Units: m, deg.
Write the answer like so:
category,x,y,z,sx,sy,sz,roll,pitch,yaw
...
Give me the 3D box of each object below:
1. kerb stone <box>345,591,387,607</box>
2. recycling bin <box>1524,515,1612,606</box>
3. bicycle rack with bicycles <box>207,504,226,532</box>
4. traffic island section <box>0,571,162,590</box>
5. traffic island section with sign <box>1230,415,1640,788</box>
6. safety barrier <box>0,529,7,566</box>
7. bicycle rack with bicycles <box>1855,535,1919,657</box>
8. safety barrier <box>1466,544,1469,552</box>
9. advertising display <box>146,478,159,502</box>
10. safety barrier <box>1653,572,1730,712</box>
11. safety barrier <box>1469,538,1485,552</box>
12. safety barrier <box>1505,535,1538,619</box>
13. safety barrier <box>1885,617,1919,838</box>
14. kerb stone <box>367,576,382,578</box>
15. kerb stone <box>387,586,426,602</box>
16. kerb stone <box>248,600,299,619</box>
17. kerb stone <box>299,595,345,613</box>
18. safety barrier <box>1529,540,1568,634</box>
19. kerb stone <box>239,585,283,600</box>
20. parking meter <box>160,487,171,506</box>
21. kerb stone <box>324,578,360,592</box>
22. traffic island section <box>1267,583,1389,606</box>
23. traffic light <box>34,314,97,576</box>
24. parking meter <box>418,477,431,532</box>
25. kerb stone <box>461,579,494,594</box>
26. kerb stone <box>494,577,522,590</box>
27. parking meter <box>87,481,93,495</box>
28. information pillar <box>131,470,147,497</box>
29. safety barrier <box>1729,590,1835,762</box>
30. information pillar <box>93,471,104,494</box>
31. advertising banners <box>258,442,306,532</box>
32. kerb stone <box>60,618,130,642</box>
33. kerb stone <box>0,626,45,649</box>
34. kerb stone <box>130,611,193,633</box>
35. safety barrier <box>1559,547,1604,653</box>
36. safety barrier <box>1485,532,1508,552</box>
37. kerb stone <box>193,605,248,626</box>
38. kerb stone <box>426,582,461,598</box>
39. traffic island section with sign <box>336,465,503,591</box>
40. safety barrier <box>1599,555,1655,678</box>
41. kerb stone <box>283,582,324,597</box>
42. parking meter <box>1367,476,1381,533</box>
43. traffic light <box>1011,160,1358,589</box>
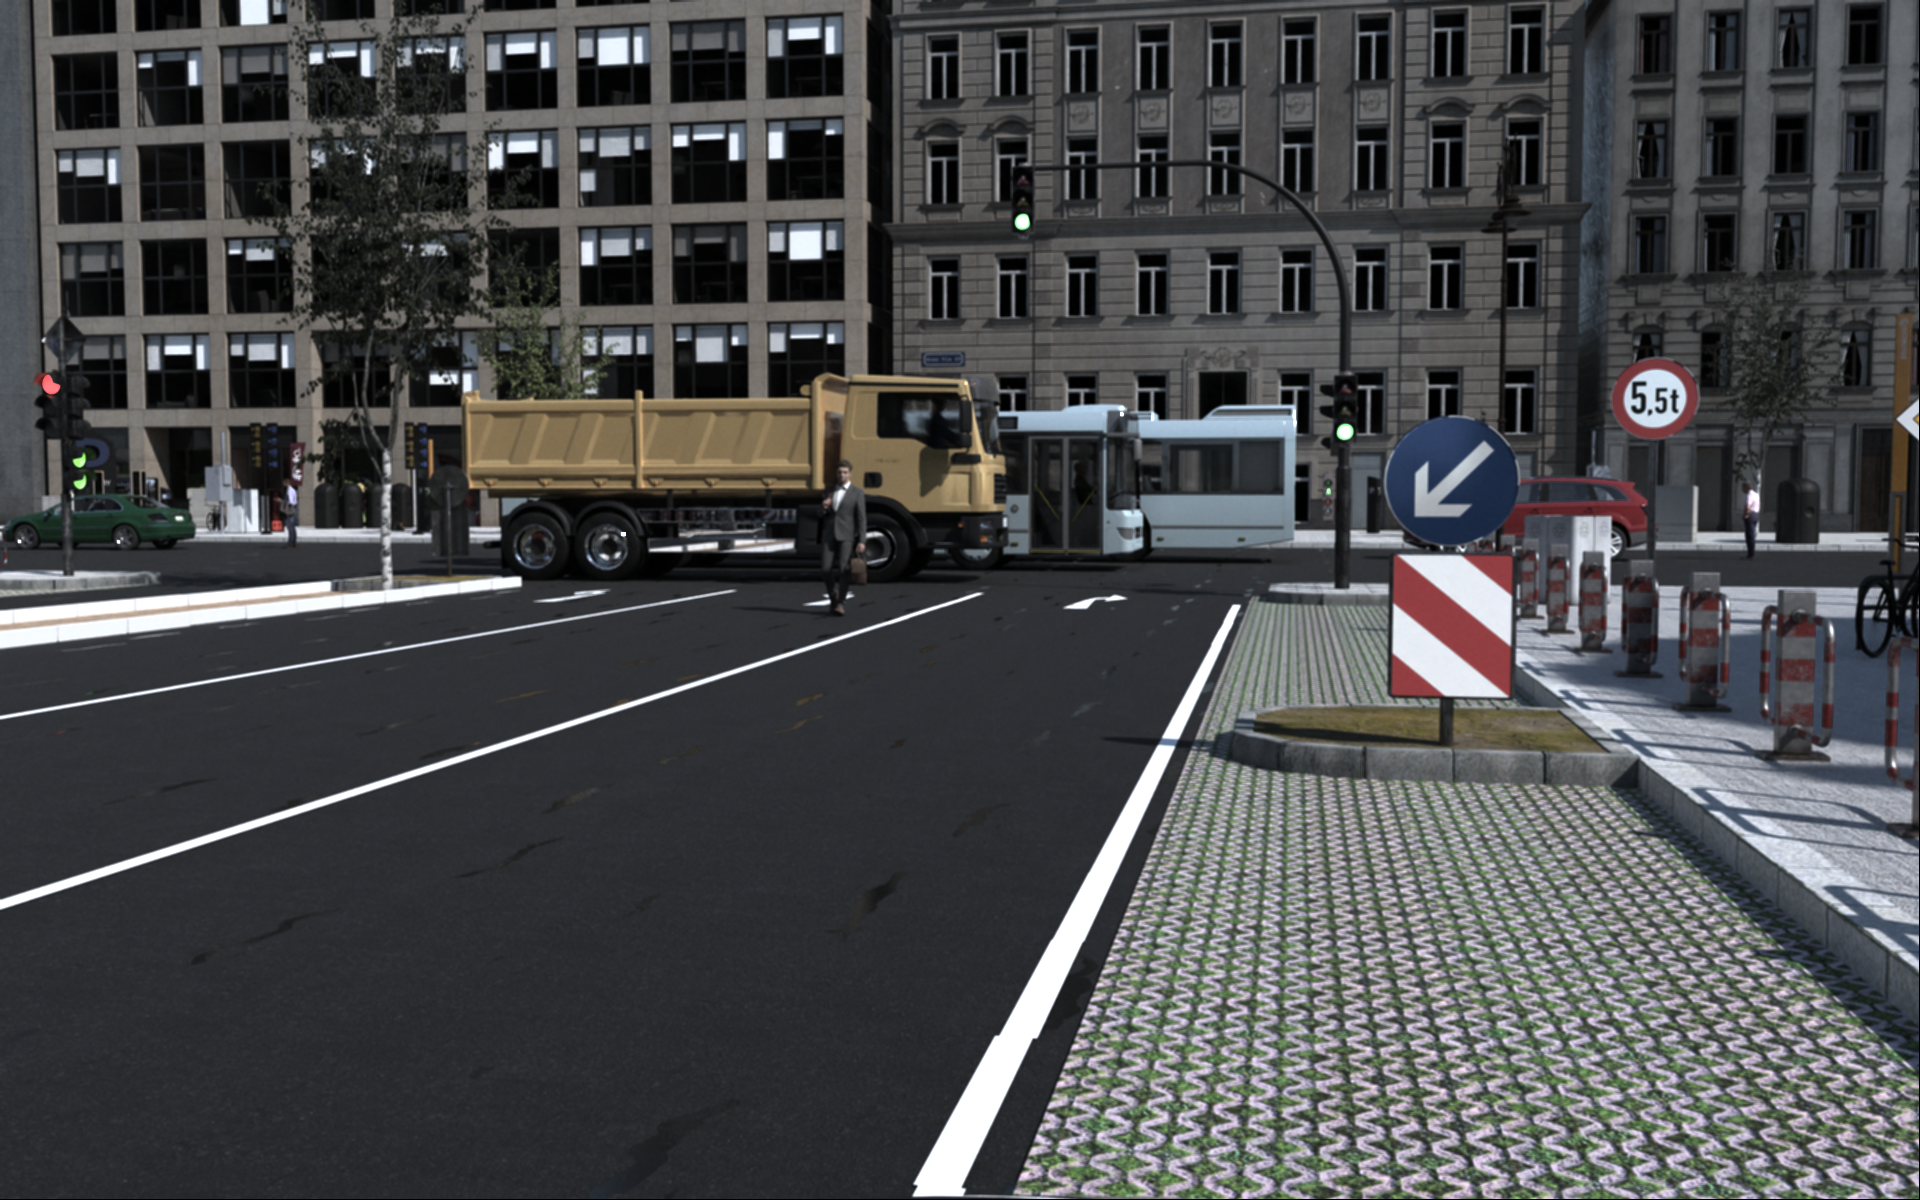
category,x,y,z,sx,sy,sz,roll,pitch,yaw
kerb stone,-7.737,-0.009,22.340,0.120,0.150,1.000,1,4,11
recycling bin,7.107,-0.472,20.275,0.722,1.027,0.722,-2,4,-34
bicycle rack with bicycles,-25.883,-2.817,59.436,2.852,0.926,2.925,-2,4,-24
traffic island section,-13.996,-0.299,27.172,2.009,0.180,2.903,1,4,11
traffic island section with sign,2.511,-0.053,9.499,1.989,1.847,2.006,1,4,11
safety barrier,-15.644,-0.820,27.677,0.300,0.817,1.120,1,4,11
bicycle rack with bicycles,8.343,-0.025,13.791,2.925,0.926,2.852,-1,4,-18
safety barrier,6.944,-0.562,23.468,0.300,0.817,1.120,1,4,11
advertising display,-32.143,-3.875,68.568,0.974,1.923,0.123,1,4,21
safety barrier,4.406,0.245,10.270,0.300,0.817,1.120,1,4,11
safety barrier,6.584,-0.447,21.585,0.300,0.817,1.120,1,4,11
safety barrier,5.855,-0.217,17.819,0.300,0.817,1.120,1,4,11
safety barrier,3.678,0.476,6.496,0.300,0.817,1.120,1,4,11
kerb stone,-9.040,-0.274,26.671,0.120,0.150,1.000,1,4,11
kerb stone,-7.538,-0.067,23.352,0.120,0.150,1.000,1,4,11
kerb stone,-8.124,0.118,20.324,0.120,0.150,1.000,1,4,11
kerb stone,-7.935,0.054,21.332,0.120,0.150,1.000,1,4,11
safety barrier,5.497,-0.102,15.935,0.300,0.817,1.120,1,4,11
kerb stone,-9.622,-0.089,23.651,0.120,0.150,1.000,1,4,11
parking meter,-29.504,-3.423,64.374,0.372,1.533,0.369,0,3,0
kerb stone,-9.240,-0.210,25.666,0.120,0.150,1.000,1,4,11
traffic island section,5.194,-0.074,23.488,2.009,0.180,2.903,1,4,11
traffic light,-13.959,-2.331,27.030,0.839,4.253,0.868,1,4,11
parking meter,-18.355,-3.281,59.361,0.399,1.863,0.255,3,4,38
kerb stone,-7.154,-0.195,25.381,0.120,0.150,1.000,1,4,11
kerb stone,-6.954,-0.256,26.387,0.120,0.150,1.000,1,4,11
parking meter,-28.484,-3.129,56.865,0.255,1.863,0.399,-3,4,-36
information pillar,-25.443,-3.011,53.723,0.304,2.012,0.304,0,4,7
safety barrier,4.038,0.361,8.379,0.300,0.817,1.120,1,4,11
information pillar,-27.456,-3.103,55.230,0.304,2.012,0.304,-2,4,-28
advertising banners,-23.166,-3.816,58.572,2.074,3.025,0.090,0,4,-5
kerb stone,-8.705,0.300,17.300,0.120,0.150,1.000,1,4,11
kerb stone,-8.898,0.361,16.293,0.120,0.150,1.000,1,4,11
kerb stone,-8.506,0.238,18.305,0.120,0.150,1.000,1,4,11
safety barrier,5.129,0.014,14.045,0.300,0.817,1.120,1,4,11
safety barrier,6.221,-0.332,19.703,0.300,0.817,1.120,1,4,11
kerb stone,-8.325,0.176,19.314,0.120,0.150,1.000,1,4,11
kerb stone,-7.352,-0.132,24.359,0.120,0.150,1.000,1,4,11
traffic island section with sign,-8.034,-1.109,26.268,2.006,1.907,1.989,1,4,11
safety barrier,4.770,0.129,12.162,0.300,0.817,1.120,1,4,11
kerb stone,-9.426,-0.151,24.658,0.120,0.150,1.000,1,4,11
parking meter,13.516,-3.109,56.538,0.399,1.863,0.255,3,5,42
traffic light,3.085,-2.995,23.635,4.771,5.953,1.251,1,4,11
